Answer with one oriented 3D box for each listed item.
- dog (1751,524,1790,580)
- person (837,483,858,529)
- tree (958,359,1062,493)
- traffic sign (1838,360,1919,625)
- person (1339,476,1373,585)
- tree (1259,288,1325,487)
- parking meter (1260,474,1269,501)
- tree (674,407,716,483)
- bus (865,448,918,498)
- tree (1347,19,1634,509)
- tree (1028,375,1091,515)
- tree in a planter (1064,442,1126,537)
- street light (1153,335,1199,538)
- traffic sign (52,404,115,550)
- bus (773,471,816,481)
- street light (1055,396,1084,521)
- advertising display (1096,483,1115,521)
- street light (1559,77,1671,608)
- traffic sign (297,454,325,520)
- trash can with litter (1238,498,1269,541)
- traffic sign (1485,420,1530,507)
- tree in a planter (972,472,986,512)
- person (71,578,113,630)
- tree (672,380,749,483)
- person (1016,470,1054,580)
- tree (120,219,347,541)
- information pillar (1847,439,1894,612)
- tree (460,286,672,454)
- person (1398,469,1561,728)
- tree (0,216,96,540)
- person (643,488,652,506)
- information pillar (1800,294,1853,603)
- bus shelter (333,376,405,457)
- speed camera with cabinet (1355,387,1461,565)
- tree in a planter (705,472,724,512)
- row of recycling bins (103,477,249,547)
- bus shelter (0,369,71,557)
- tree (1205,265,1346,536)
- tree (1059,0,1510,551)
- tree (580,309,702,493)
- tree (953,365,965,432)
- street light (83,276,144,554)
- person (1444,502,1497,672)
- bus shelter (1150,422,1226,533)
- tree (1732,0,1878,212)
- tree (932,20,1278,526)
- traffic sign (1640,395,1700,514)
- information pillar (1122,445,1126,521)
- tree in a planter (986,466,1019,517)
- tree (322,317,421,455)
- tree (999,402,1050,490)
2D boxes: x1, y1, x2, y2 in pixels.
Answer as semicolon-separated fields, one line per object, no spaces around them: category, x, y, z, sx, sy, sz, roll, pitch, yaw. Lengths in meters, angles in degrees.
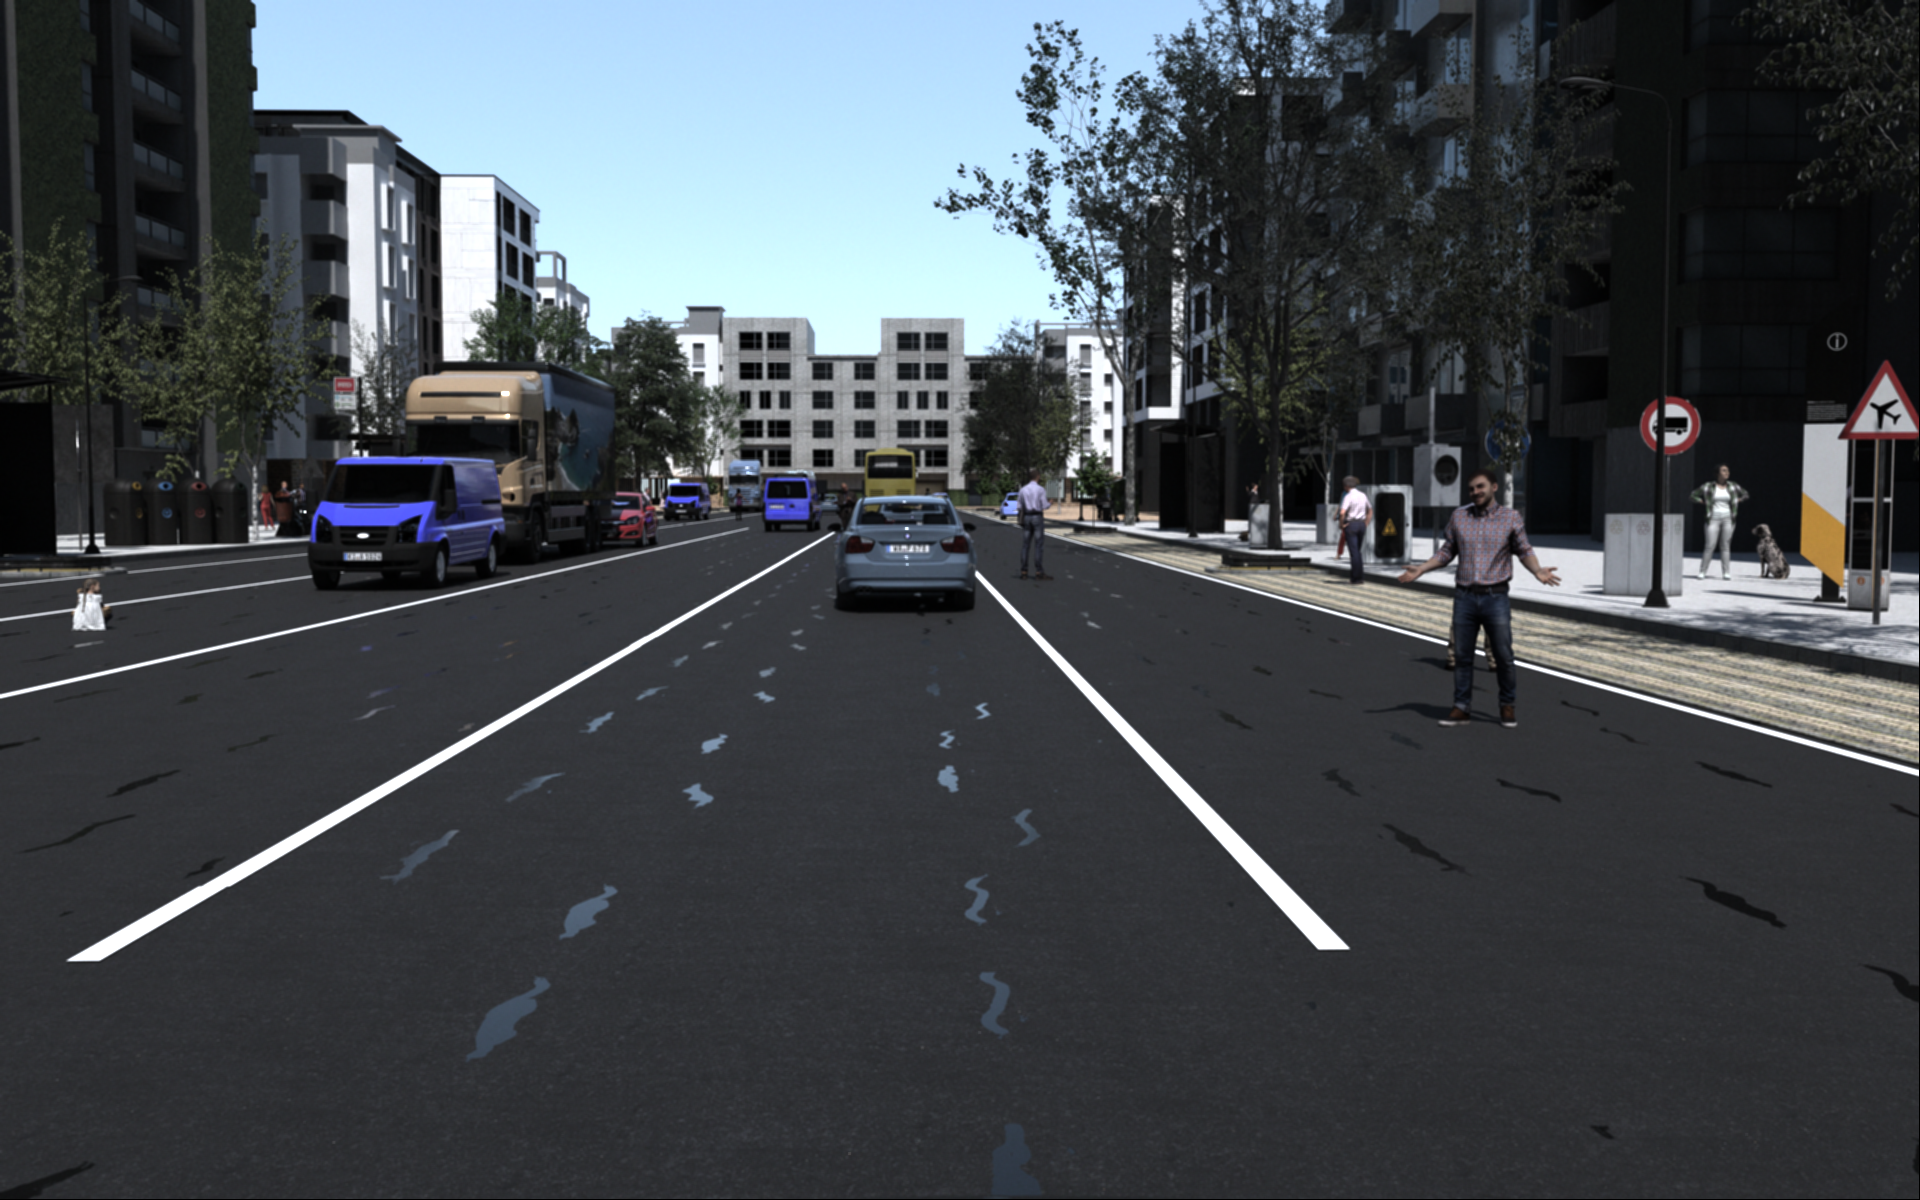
dog;12.309;-0.725;26.241;0.513;0.831;0.800;1;4;18
person;-3.069;-2.342;47.483;0.565;1.739;0.600;-1;4;-22
tree;4.300;-14.102;147.577;9.611;12.733;9.660;0;3;0
traffic sign;8.982;-1.034;16.905;0.884;2.594;0.081;0;3;0
person;6.143;-1.086;27.193;0.756;1.711;0.436;-2;4;-30
tree;12.600;-6.689;59.728;4.360;8.622;3.978;0;3;0
parking meter;8.821;-2.692;49.732;0.399;1.863;0.255;-3;5;-40
tree;-22.854;-12.044;147.286;4.737;8.622;4.395;0;3;0
bus;-3.635;-6.134;91.838;2.896;3.916;12.252;0;4;-2
tree;8.231;-4.658;26.529;4.360;8.622;3.978;0;3;0
tree;6.168;-9.609;107.472;4.737;8.622;4.395;0;3;0
tree in a planter;4.563;-3.777;58.977;1.991;3.239;1.994;0;4;-2
street light;6.316;-4.781;50.718;1.470;5.913;1.316;0;4;-2
traffic sign;-20.336;-2.781;39.344;2.265;3.308;0.079;0;4;1
bus;-12.572;-8.393;132.084;2.948;3.499;13.247;0;4;-2
street light;5.205;-6.690;81.929;1.470;5.913;1.316;0;4;-2
advertising display;6.891;-4.673;81.622;0.974;1.923;0.123;2;4;29
street light;7.380;-2.872;19.505;1.470;5.913;1.316;0;4;-2
traffic sign;-20.837;-3.401;55.607;0.884;2.594;0.081;0;4;-2
trash can with litter;7.983;-2.175;46.942;0.624;1.170;1.055;-3;5;-40
traffic sign;9.362;-1.810;29.694;0.768;2.556;0.104;0;4;1
tree in a planter;1.957;-8.479;135.852;1.991;3.239;1.994;0;4;-2
person;-9.161;0.043;18.270;0.381;0.543;0.357;-1;4;-20
tree;-22.991;-14.108;156.426;9.928;11.665;9.643;0;3;0
person;1.307;-1.267;29.086;0.709;1.838;0.599;2;4;35
tree;-19.165;-5.925;47.238;4.737;8.622;4.395;0;3;0
information pillar;9.953;-0.883;18.922;0.304;2.012;0.304;-2;4;-30
tree;-21.633;-9.906;87.720;9.928;11.665;9.643;0;3;0
person;3.201;-0.012;10.652;0.963;1.587;0.435;1;4;23
tree;-24.473;-5.899;46.808;4.737;8.622;4.395;0;3;0
person;-13.661;-4.048;75.621;0.436;1.711;0.756;3;4;39
information pillar;10.236;-1.779;20.448;0.504;3.616;0.183;2;4;26
bus shelter;-20.360;-5.152;61.868;2.179;5.291;8.768;0;4;-2
speed camera with cabinet;8.193;-2.290;31.778;2.038;3.252;0.660;-1;4;-23
tree in a planter;-19.637;-8.506;136.291;1.991;3.239;1.994;0;4;-2
row of recycling bins;-19.712;-2.230;43.581;1.069;1.692;3.534;3;5;39
bus shelter;-18.862;-2.507;32.266;1.731;3.624;6.357;0;4;-2
tree;9.666;-6.299;53.346;4.737;8.622;4.395;0;3;0
tree;7.094;-7.895;39.447;12.009;13.543;11.850;0;3;0
tree;-22.570;-13.109;120.985;9.857;13.997;8.962;0;3;0
tree;4.612;-12.717;118.298;12.009;13.543;11.850;0;3;0
street light;-18.116;-3.947;37.073;1.470;5.913;1.316;0;4;-2
person;4.166;-0.211;14.009;0.516;1.574;0.319;2;4;24
bus shelter;7.781;-4.167;59.420;1.731;3.624;6.357;0;4;-2
tree;8.053;-3.832;13.014;4.360;8.622;3.978;0;3;0
tree;5.716;-13.136;70.667;12.611;20.169;13.585;0;3;0
traffic sign;9.175;-1.368;22.468;0.768;2.556;0.104;0;4;2
information pillar;7.944;-5.559;82.246;0.504;3.616;0.183;-2;4;-31
tree in a planter;2.868;-6.832;108.924;1.991;3.239;1.994;0;4;-2
tree;-23.917;-7.392;71.216;4.360;8.622;3.978;0;3;0
tree;4.664;-11.041;130.890;4.360;8.622;3.978;0;3;0
